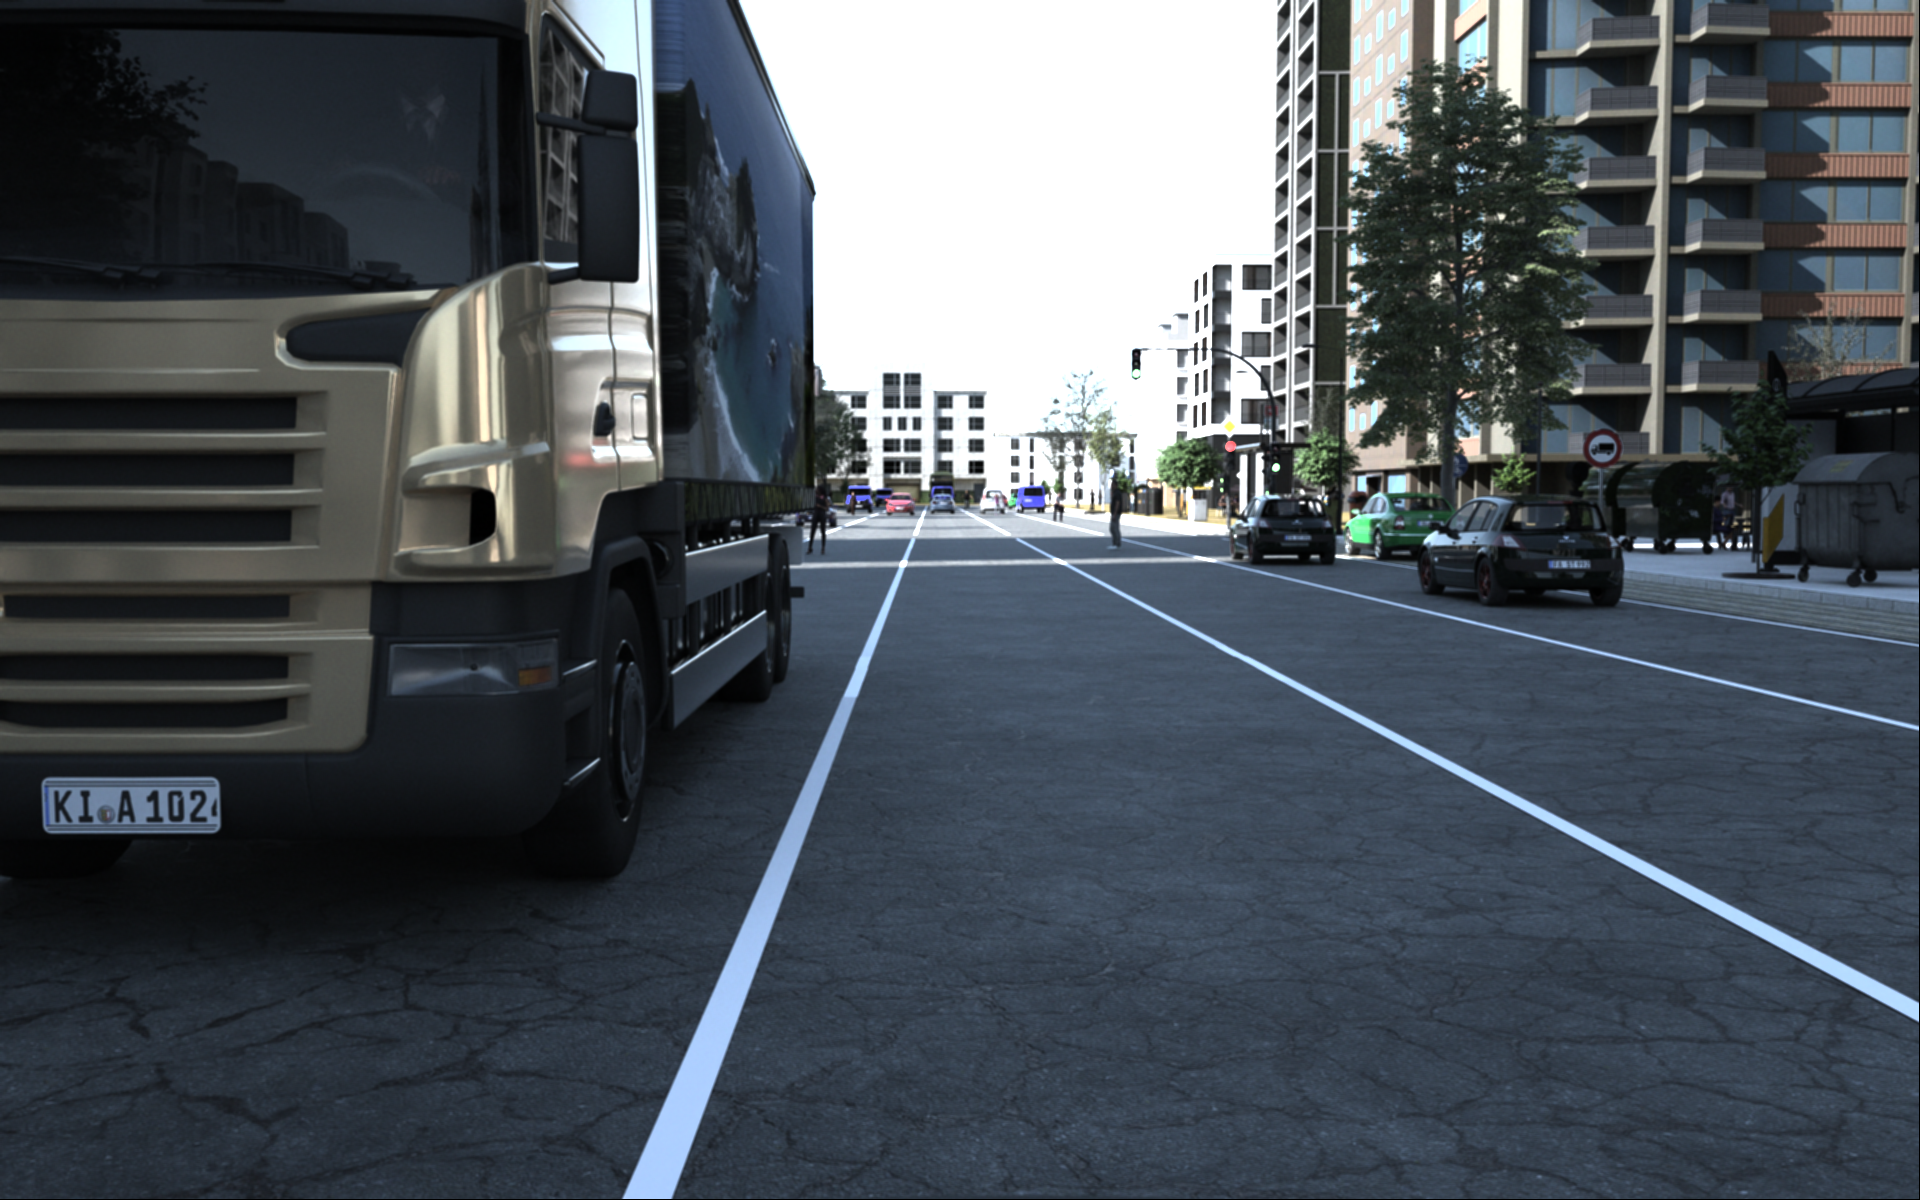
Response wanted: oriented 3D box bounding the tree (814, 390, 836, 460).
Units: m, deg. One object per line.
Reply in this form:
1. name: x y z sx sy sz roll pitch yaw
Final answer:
1. tree: -12.614 -11.361 102.753 9.611 12.733 9.660 0 3 0

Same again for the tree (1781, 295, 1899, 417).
1. tree: 32.808 -7.022 65.180 4.360 8.622 3.978 0 3 0

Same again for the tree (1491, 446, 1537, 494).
1. tree: 22.300 -4.608 69.941 1.663 3.219 1.824 0 3 0

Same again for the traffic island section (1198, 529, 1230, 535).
1. traffic island section: 9.653 -2.438 62.140 2.009 0.180 2.903 0 4 -1

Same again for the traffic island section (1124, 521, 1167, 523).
1. traffic island section: 9.244 -3.910 86.802 1.991 0.108 1.994 0 4 -1

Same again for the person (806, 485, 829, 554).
1. person: -3.417 -1.914 41.270 0.593 1.643 0.415 -1 4 -20

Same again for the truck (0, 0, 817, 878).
1. truck: -2.449 -1.281 9.861 2.839 4.237 11.283 0 4 -1

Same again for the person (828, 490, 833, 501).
1. person: -14.892 -11.746 198.614 0.721 1.766 1.217 -2 4 -33

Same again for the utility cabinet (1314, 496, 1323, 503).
1. utility cabinet: 12.959 -3.210 63.653 0.306 1.237 1.020 -3 5 -40

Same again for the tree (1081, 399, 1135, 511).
1. tree: 11.148 -11.188 133.293 4.737 8.622 4.395 0 3 0

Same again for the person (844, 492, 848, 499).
1. person: -9.448 -8.477 147.809 1.217 1.735 0.721 -3 5 -40

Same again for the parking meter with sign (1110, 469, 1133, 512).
1. parking meter with sign: 11.593 -7.758 123.099 1.738 3.016 0.543 -1 4 -18

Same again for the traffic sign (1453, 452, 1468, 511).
1. traffic sign: 15.089 -3.225 52.843 0.768 2.556 0.104 0 4 4

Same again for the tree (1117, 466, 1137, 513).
1. tree: 10.998 -7.520 117.555 1.663 3.219 1.824 0 3 0

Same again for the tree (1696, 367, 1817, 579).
1. tree: 12.121 -1.951 26.503 1.663 3.219 1.824 0 3 0

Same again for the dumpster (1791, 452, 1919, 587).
1. dumpster: 12.791 -1.144 24.464 1.264 1.857 1.865 0 4 -1

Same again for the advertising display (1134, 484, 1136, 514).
1. advertising display: 11.386 -6.561 112.480 0.123 1.923 0.974 0 4 6

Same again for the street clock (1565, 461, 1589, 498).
1. street clock: 13.589 -2.056 38.193 0.471 2.002 0.358 -1 4 -23

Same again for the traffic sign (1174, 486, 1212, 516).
1. traffic sign: 13.886 -6.699 103.402 2.265 3.308 0.079 0 4 5

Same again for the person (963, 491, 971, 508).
1. person: 0.808 -10.734 184.014 0.705 1.823 1.348 -3 4 -36

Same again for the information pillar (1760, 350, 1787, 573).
1. information pillar: 13.330 -2.262 28.342 0.504 3.616 0.183 -3 4 -36

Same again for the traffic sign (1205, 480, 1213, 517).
1. traffic sign: 14.055 -5.881 98.287 0.606 2.300 0.079 0 4 5

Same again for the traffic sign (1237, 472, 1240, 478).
1. traffic sign: 13.926 -5.194 84.653 0.795 2.593 0.064 0 4 7

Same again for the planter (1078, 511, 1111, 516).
1. planter: 8.804 -5.663 113.735 1.991 0.319 1.994 0 4 -1

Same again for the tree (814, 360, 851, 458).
1. tree: -12.795 -12.973 122.484 12.009 13.543 11.850 0 3 0

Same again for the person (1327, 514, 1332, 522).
1. person: 10.349 -2.046 49.875 0.695 0.859 0.347 1 4 11

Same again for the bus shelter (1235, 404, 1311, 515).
1. bus shelter: 13.228 -5.953 74.969 2.179 5.291 8.768 0 4 -1

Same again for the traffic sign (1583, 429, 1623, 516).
1. traffic sign: 12.562 -2.070 33.943 0.768 2.556 0.104 0 4 2

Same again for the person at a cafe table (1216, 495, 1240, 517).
1. person at a cafe table: 16.608 -5.691 103.906 1.726 1.238 1.698 -2 4 -27

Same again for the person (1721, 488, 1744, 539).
1. person: 21.799 -2.513 49.090 0.963 1.587 0.435 -3 4 -38

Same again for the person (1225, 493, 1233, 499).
1. person: 22.915 -8.456 147.480 0.628 1.438 0.799 2 4 25

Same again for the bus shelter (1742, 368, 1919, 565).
1. bus shelter: 15.191 -2.130 28.750 2.014 3.302 5.546 0 4 -1

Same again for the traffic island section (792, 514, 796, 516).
1. traffic island section: -9.981 -5.557 113.721 1.991 0.108 1.994 0 4 -1

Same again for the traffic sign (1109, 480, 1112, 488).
1. traffic sign: 11.153 -7.575 125.973 0.606 2.300 0.079 0 4 7

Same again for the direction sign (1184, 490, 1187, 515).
1. direction sign: 13.629 -6.858 104.126 0.379 3.537 0.876 2 4 24

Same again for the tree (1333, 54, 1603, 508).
1. tree: 13.177 -7.784 45.388 7.486 12.596 7.792 0 3 0

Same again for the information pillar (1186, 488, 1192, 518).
1. information pillar: 12.144 -6.109 91.244 0.183 3.616 0.504 -2 4 -30

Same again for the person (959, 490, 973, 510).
1. person: 0.611 -9.286 160.342 1.348 1.822 0.705 1 4 14

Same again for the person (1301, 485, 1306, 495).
1. person: 20.371 -5.890 102.491 0.789 1.805 0.875 -1 4 -12

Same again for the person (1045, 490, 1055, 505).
1. person: 10.236 -11.667 196.931 1.348 1.807 0.705 1 4 19

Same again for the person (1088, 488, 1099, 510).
1. person: 10.719 -8.112 139.395 1.217 1.735 0.721 -3 4 -37

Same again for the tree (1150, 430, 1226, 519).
1. tree: 11.961 -6.722 93.613 4.285 4.588 4.351 0 3 0

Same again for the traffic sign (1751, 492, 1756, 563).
1. traffic sign: 14.869 -1.973 32.366 0.768 2.556 0.104 0 4 6

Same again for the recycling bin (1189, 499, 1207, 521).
1. recycling bin: 11.204 -4.217 81.505 0.722 1.027 0.722 -1 4 -9

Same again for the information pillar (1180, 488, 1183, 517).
1. information pillar: 12.667 -6.575 98.860 0.183 3.616 0.504 0 4 5

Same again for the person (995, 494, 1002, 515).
1. person: 2.681 -6.570 119.156 0.776 1.435 0.726 2 4 23

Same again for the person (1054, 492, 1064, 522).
1. person: 5.171 -4.867 90.283 0.614 1.554 0.590 -2 4 -33

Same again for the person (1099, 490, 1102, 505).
1. person: 16.254 -11.875 200.341 0.705 1.807 1.348 0 4 -7

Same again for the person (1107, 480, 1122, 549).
1. person: 4.006 -2.223 44.966 0.434 1.807 0.598 1 4 12

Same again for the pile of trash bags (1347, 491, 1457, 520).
1. pile of trash bags: 13.004 -2.534 51.187 3.447 1.369 1.912 -1 4 -19

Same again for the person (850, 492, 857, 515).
1. person: -7.267 -6.603 118.730 0.482 1.546 0.388 -3 4 -38

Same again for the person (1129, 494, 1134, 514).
1. person: 11.324 -6.334 113.513 0.435 1.345 0.340 1 4 9
